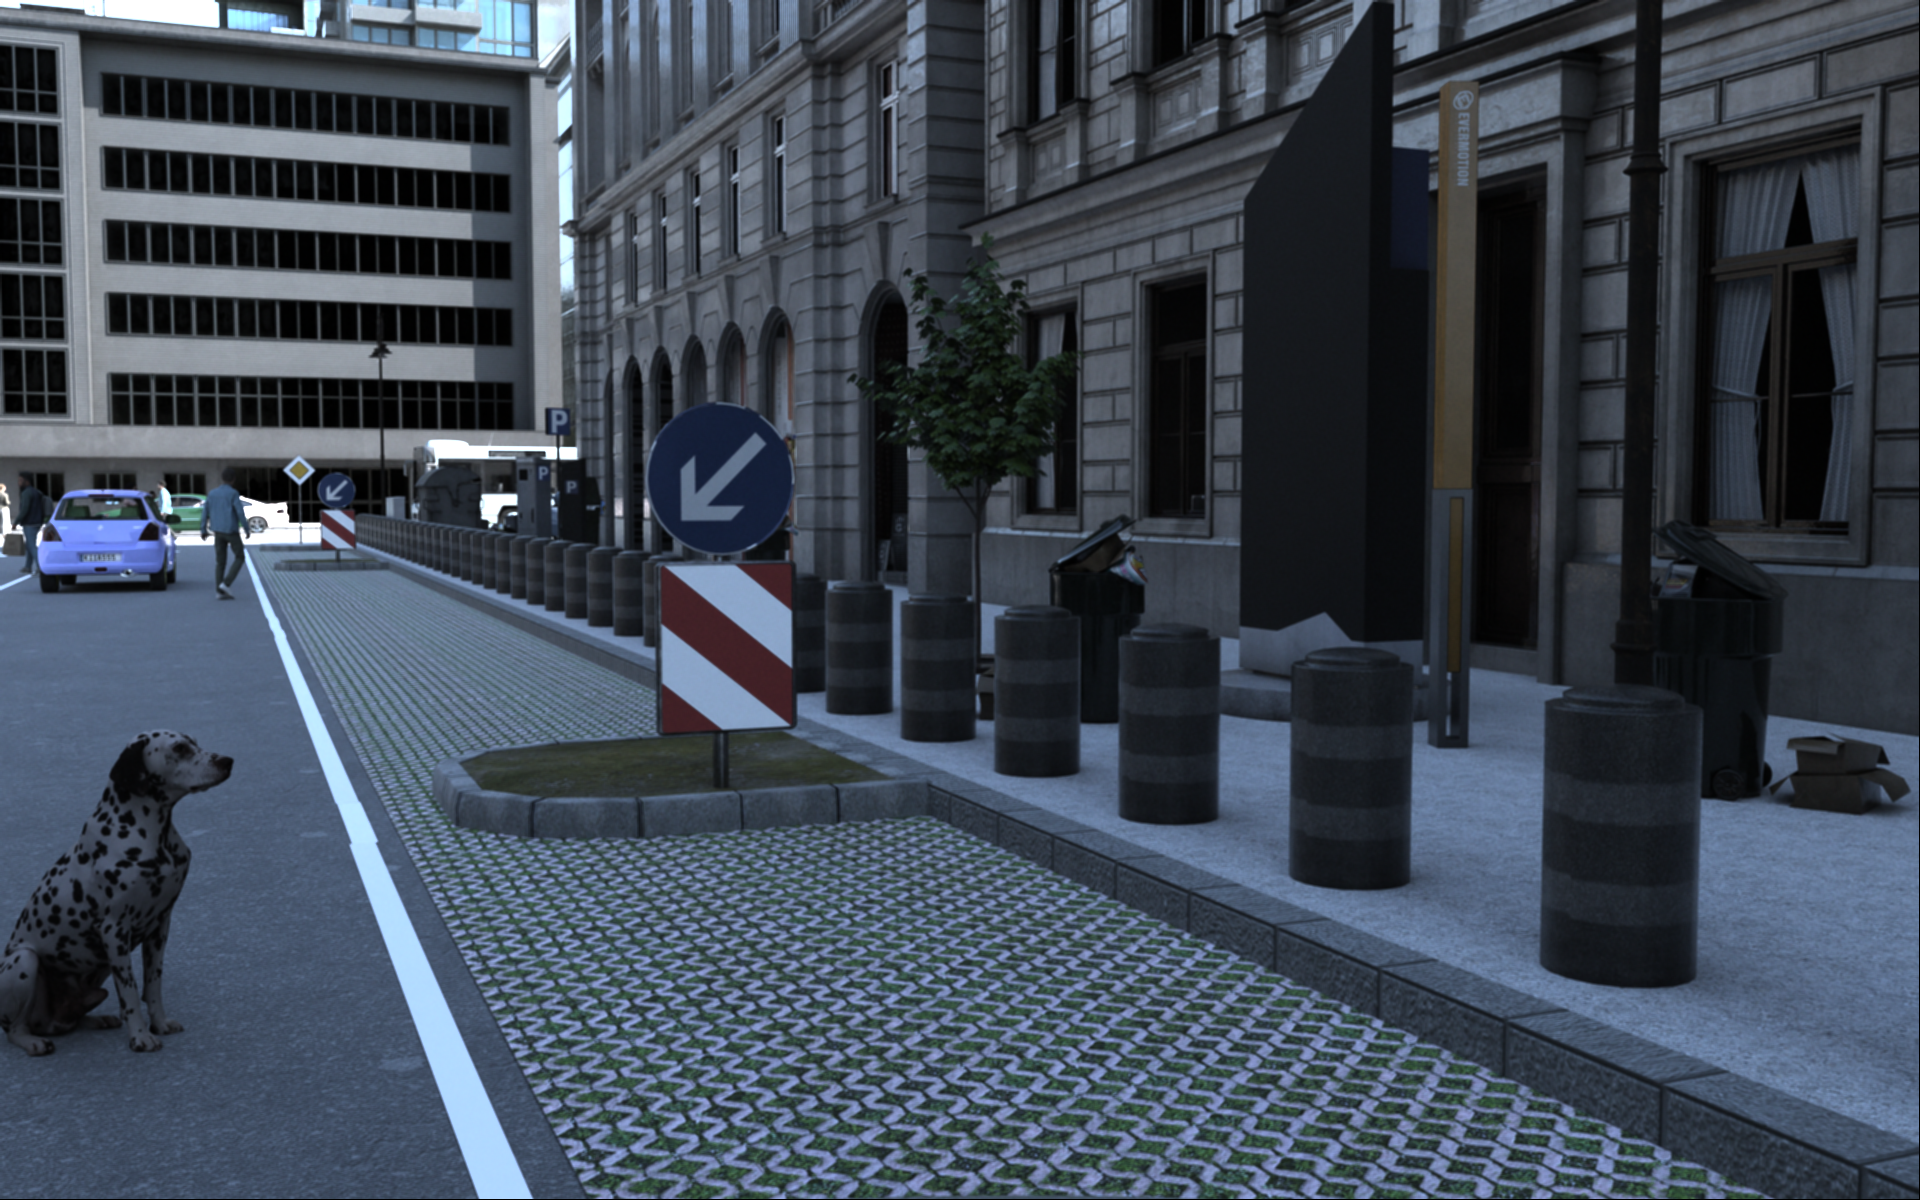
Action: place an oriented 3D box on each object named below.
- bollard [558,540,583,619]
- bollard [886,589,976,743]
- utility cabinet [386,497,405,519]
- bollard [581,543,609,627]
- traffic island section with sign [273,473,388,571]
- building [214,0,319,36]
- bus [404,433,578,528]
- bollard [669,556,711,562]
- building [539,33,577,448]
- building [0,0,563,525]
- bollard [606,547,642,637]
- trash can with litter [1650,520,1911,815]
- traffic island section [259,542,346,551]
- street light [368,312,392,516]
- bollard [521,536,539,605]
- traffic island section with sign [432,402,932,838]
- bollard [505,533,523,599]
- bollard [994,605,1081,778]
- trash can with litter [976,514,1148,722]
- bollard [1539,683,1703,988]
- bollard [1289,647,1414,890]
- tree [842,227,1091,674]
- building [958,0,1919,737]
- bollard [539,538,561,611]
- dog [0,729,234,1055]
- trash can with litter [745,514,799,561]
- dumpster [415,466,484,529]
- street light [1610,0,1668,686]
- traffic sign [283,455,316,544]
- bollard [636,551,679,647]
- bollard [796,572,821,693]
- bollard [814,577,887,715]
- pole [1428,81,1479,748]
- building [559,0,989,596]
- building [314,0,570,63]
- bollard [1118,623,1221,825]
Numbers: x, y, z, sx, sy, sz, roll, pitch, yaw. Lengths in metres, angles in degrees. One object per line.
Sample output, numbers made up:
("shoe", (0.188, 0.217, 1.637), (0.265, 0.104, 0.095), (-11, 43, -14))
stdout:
("bollard", (-3.904, -0.200, 17.987), (0.404, 0.777, 0.398), (0, 3, 0))
("bollard", (-0.115, 0.343, 9.111), (0.404, 0.777, 0.398), (0, 3, 0))
("utility cabinet", (-13.897, -1.925, 42.643), (0.306, 1.237, 1.020), (-2, 4, -28))
("bollard", (-3.429, -0.132, 16.880), (0.404, 0.777, 0.398), (0, 3, 0))
("traffic island section with sign", (-12.005, -1.488, 32.955), (1.989, 1.847, 2.006), (-1, 4, -23))
("building", (-86.660, -56.226, 231.965), (31.000, 86.520, 22.319), (-1, 4, -23))
("bus", (-12.544, -3.914, 58.856), (13.247, 3.499, 2.948), (-2, 4, -25))
("bollard", (-2.008, 0.072, 13.541), (0.404, 0.777, 0.398), (0, 3, 0))
("building", (-0.049, -19.462, 94.613), (44.131, 29.872, 17.030), (-1, 4, -23))
("building", (-34.148, -15.862, 78.411), (30.058, 24.678, 14.314), (-1, 4, -23))
("bollard", (-2.955, -0.064, 15.768), (0.404, 0.777, 0.398), (0, 3, 0))
("trash can with litter", (3.435, 0.248, 7.327), (1.055, 1.170, 0.624), (3, 5, 40))
("traffic island section", (-16.860, -1.351, 44.374), (2.009, 0.180, 2.903), (-1, 4, -23))
("street light", (-14.721, -4.362, 44.100), (0.468, 5.910, 1.993), (-1, 4, -23))
("bollard", (-4.856, -0.336, 20.216), (0.404, 0.777, 0.398), (0, 3, 0))
("traffic island section with sign", (-1.420, 0.029, 8.157), (1.989, 1.847, 2.006), (-1, 4, -23))
("bollard", (-5.328, -0.404, 21.328), (0.404, 0.777, 0.398), (0, 3, 0))
("bollard", (0.357, 0.410, 8.006), (0.404, 0.777, 0.398), (0, 3, 0))
("trash can with litter", (0.537, 0.096, 9.820), (1.055, 1.170, 0.624), (0, 4, 7))
("bollard", (1.778, 0.615, 4.669), (0.404, 0.777, 0.398), (0, 3, 0))
("bollard", (1.305, 0.547, 5.779), (0.404, 0.777, 0.398), (0, 3, 0))
("tree", (0.206, -1.103, 12.628), (1.663, 3.219, 1.824), (0, 3, 0))
("building", (8.029, -9.113, 13.630), (10.561, 19.102, 19.286), (-1, 4, -23))
("bollard", (-4.380, -0.269, 19.109), (0.404, 0.777, 0.398), (0, 3, 0))
("dog", (-2.343, 0.745, 4.661), (0.513, 0.831, 0.800), (-3, 5, -42))
("trash can with litter", (-2.495, -0.567, 20.665), (1.055, 1.170, 0.624), (-3, 5, -41))
("dumpster", (-10.797, -1.891, 36.681), (1.264, 1.857, 1.865), (-1, 4, -23))
("street light", (2.019, -1.974, 5.058), (0.468, 5.910, 1.993), (-1, 4, -23))
("traffic sign", (-16.879, -2.486, 44.288), (0.795, 2.450, 0.064), (-1, 4, -23))
("bollard", (-2.477, 0.004, 14.650), (0.404, 0.777, 0.398), (0, 3, 0))
("bollard", (-1.062, 0.207, 11.325), (0.404, 0.777, 0.398), (0, 3, 0))
("bollard", (-0.594, 0.275, 10.213), (0.404, 0.777, 0.398), (0, 3, 0))
("pole", (2.483, -0.909, 8.712), (0.158, 3.312, 0.155), (0, 3, 0))
("building", (0.458, -11.745, 33.836), (13.314, 21.916, 24.055), (-1, 4, -23))
("building", (-44.238, -32.592, 152.486), (23.786, 49.044, 30.456), (-1, 4, -23))
("bollard", (0.831, 0.479, 6.883), (0.404, 0.777, 0.398), (0, 3, 0))
